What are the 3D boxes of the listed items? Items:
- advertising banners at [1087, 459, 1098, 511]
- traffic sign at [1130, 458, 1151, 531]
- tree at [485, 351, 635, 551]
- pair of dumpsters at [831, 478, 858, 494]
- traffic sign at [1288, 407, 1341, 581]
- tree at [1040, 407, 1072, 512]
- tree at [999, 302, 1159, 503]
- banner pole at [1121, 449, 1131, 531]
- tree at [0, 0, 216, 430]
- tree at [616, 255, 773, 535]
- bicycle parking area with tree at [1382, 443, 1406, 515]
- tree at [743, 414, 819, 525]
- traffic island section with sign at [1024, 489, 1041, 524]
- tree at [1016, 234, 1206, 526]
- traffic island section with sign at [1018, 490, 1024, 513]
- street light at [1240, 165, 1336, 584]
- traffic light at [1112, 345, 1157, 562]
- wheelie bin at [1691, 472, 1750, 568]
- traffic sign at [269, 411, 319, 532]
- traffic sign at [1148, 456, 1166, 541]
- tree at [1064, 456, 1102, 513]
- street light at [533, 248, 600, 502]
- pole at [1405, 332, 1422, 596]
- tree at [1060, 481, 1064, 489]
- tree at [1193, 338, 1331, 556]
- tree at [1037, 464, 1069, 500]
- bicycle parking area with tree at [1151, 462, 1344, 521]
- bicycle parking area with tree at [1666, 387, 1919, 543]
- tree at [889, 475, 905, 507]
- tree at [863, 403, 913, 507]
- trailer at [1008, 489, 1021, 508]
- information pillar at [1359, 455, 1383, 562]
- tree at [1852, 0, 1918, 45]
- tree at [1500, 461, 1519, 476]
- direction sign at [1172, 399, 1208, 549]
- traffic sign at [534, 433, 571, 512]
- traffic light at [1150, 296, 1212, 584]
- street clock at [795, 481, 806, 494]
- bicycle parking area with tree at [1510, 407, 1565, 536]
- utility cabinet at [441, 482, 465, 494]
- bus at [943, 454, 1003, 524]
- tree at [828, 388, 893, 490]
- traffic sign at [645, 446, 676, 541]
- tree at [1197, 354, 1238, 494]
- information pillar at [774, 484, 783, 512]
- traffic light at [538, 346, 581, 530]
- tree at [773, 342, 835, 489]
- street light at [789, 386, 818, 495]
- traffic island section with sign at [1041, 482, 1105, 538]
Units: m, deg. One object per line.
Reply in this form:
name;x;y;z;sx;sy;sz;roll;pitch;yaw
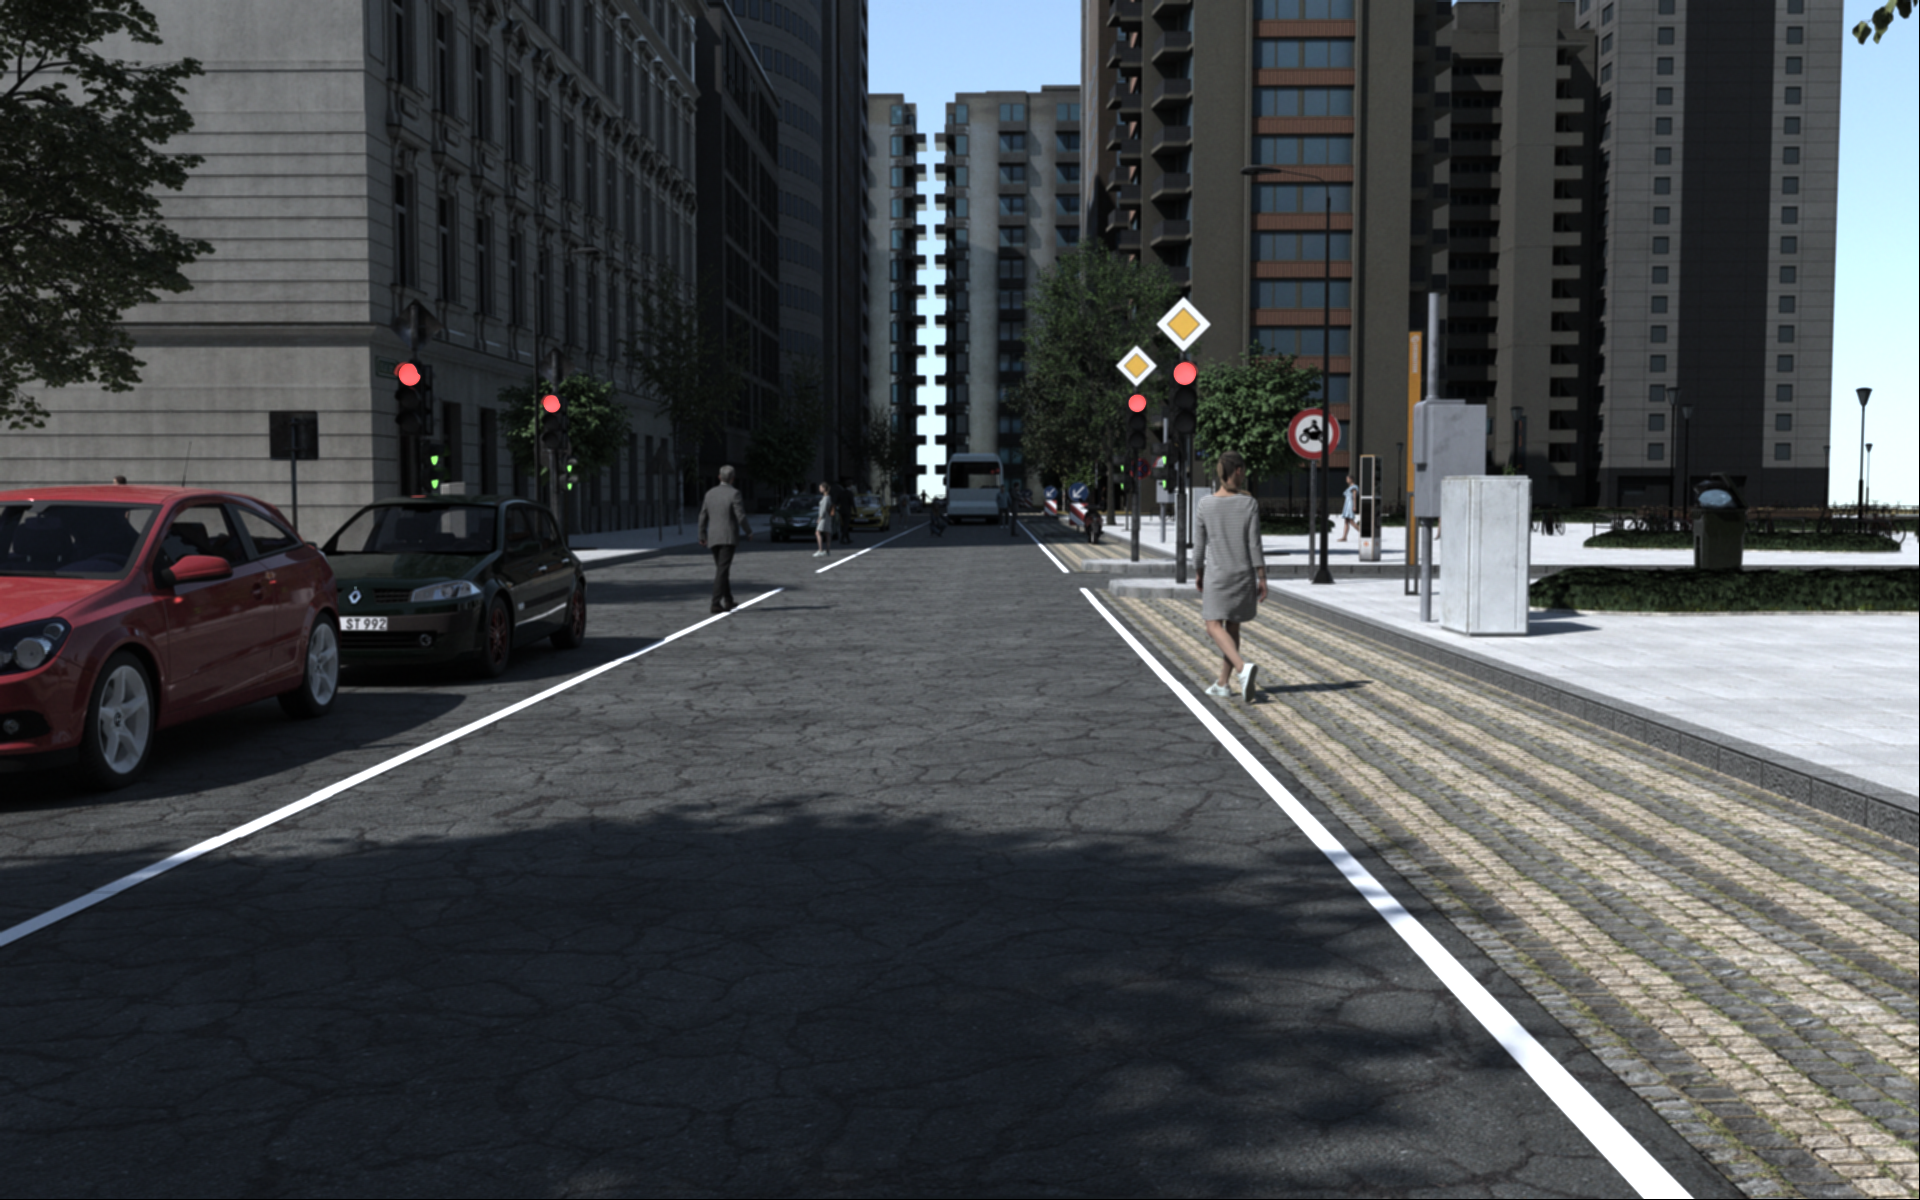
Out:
advertising banners;6.517;-5.432;84.999;0.090;3.025;2.074;1;4;18
traffic sign;6.306;-3.718;60.891;0.768;2.556;0.104;0;4;3
tree;-9.170;-3.430;39.797;4.285;4.588;4.351;0;3;0
pair of dumpsters;-6.933;-6.073;101.785;1.574;2.255;4.437;0;4;1
traffic sign;5.208;-1.557;25.557;0.768;2.556;0.104;0;4;5
tree;7.404;-10.787;126.736;4.737;8.622;4.395;0;3;0
tree;7.024;-11.315;102.007;9.611;12.733;9.660;0;3;0
banner pole;5.844;-4.299;60.301;0.401;3.779;0.863;0;4;2
tree;-12.624;-6.176;19.104;7.486;12.596;7.792;0;3;0
tree;-8.557;-6.363;54.405;4.737;8.622;4.395;0;3;0
bicycle parking area with tree;22.105;-6.738;97.170;8.231;4.147;9.016;1;4;11
tree;-7.417;-5.349;71.176;4.285;4.588;4.351;0;3;0
traffic island section with sign;4.284;-4.647;84.604;1.989;1.847;2.006;0;4;1
tree;5.994;-8.847;70.400;9.928;11.665;9.643;0;3;0
traffic island section with sign;5.185;-7.704;134.590;1.989;1.847;2.006;0;4;1
street light;4.666;-3.187;24.649;1.470;5.913;1.316;0;4;1
traffic light;3.303;-2.680;32.739;0.839;4.253;0.868;0;4;1
wheelie bin;10.966;-1.048;25.041;0.693;1.594;0.980;0;4;8
traffic sign;-8.172;-1.171;21.277;0.606;2.300;0.079;0;4;3
traffic sign;5.531;-2.865;46.852;0.884;2.594;0.081;0;4;5
tree;6.392;-5.746;88.544;1.663;3.219;1.824;0;3;0
street light;-7.494;-3.690;32.871;1.470;5.913;1.316;0;4;1
pole;5.731;-1.715;21.882;0.158;3.312;0.155;0;3;0
tree;7.675;-7.405;115.679;1.663;3.219;1.824;0;3;0
tree;6.322;-3.239;36.668;4.285;4.588;4.351;0;3;0
tree;8.478;-10.669;158.146;4.285;4.588;4.351;0;3;0
bicycle parking area with tree;13.628;-5.808;81.969;8.231;4.147;9.016;-1;4;-19
bicycle parking area with tree;21.845;-3.667;46.965;8.231;4.147;9.016;1;4;12
tree;-6.402;-11.155;176.980;1.663;3.219;1.824;0;3;0
tree;-6.048;-11.534;138.939;4.737;8.622;4.395;0;3;0
trailer;5.620;-10.669;181.490;1.471;1.999;3.904;0;4;-1
information pillar;7.789;-1.735;32.853;0.304;2.012;0.304;3;5;43
tree;5.386;-3.541;8.265;4.737;8.622;4.395;0;3;0
tree;32.147;-6.495;100.801;1.663;3.219;1.824;0;3;0
direction sign;5.415;-2.975;40.633;0.876;3.537;0.379;1;4;10
traffic sign;-8.161;-2.115;34.689;0.768;2.556;0.104;0;4;3
traffic light;3.158;-2.192;24.755;0.839;4.253;0.868;0;4;1
street clock;-7.378;-4.628;80.238;0.471;2.002;0.358;0;4;5
bicycle parking area with tree;20.858;-4.243;56.368;8.231;4.147;9.016;2;4;32
utility cabinet;-9.587;-1.471;32.737;0.318;1.500;1.173;-2;4;-24
bus;0.624;-5.521;85.121;2.948;3.499;13.247;0;4;0
tree;-7.036;-10.414;120.634;4.360;8.622;3.978;0;3;0
traffic sign;-8.136;-2.874;46.991;0.884;2.594;0.081;1;4;9
tree;13.614;-8.599;90.951;4.737;8.622;4.395;0;3;0
information pillar;-7.833;-4.292;74.659;0.304;2.012;0.304;-2;4;-34
traffic light;-7.657;-2.691;32.921;0.839;4.253;0.868;0;4;1
tree;-7.834;-8.195;84.356;4.737;8.622;4.395;0;3;0
street light;-6.793;-6.235;74.476;1.470;5.913;1.316;0;4;1
traffic island section with sign;3.791;-2.991;57.526;1.989;1.847;2.006;0;4;1
